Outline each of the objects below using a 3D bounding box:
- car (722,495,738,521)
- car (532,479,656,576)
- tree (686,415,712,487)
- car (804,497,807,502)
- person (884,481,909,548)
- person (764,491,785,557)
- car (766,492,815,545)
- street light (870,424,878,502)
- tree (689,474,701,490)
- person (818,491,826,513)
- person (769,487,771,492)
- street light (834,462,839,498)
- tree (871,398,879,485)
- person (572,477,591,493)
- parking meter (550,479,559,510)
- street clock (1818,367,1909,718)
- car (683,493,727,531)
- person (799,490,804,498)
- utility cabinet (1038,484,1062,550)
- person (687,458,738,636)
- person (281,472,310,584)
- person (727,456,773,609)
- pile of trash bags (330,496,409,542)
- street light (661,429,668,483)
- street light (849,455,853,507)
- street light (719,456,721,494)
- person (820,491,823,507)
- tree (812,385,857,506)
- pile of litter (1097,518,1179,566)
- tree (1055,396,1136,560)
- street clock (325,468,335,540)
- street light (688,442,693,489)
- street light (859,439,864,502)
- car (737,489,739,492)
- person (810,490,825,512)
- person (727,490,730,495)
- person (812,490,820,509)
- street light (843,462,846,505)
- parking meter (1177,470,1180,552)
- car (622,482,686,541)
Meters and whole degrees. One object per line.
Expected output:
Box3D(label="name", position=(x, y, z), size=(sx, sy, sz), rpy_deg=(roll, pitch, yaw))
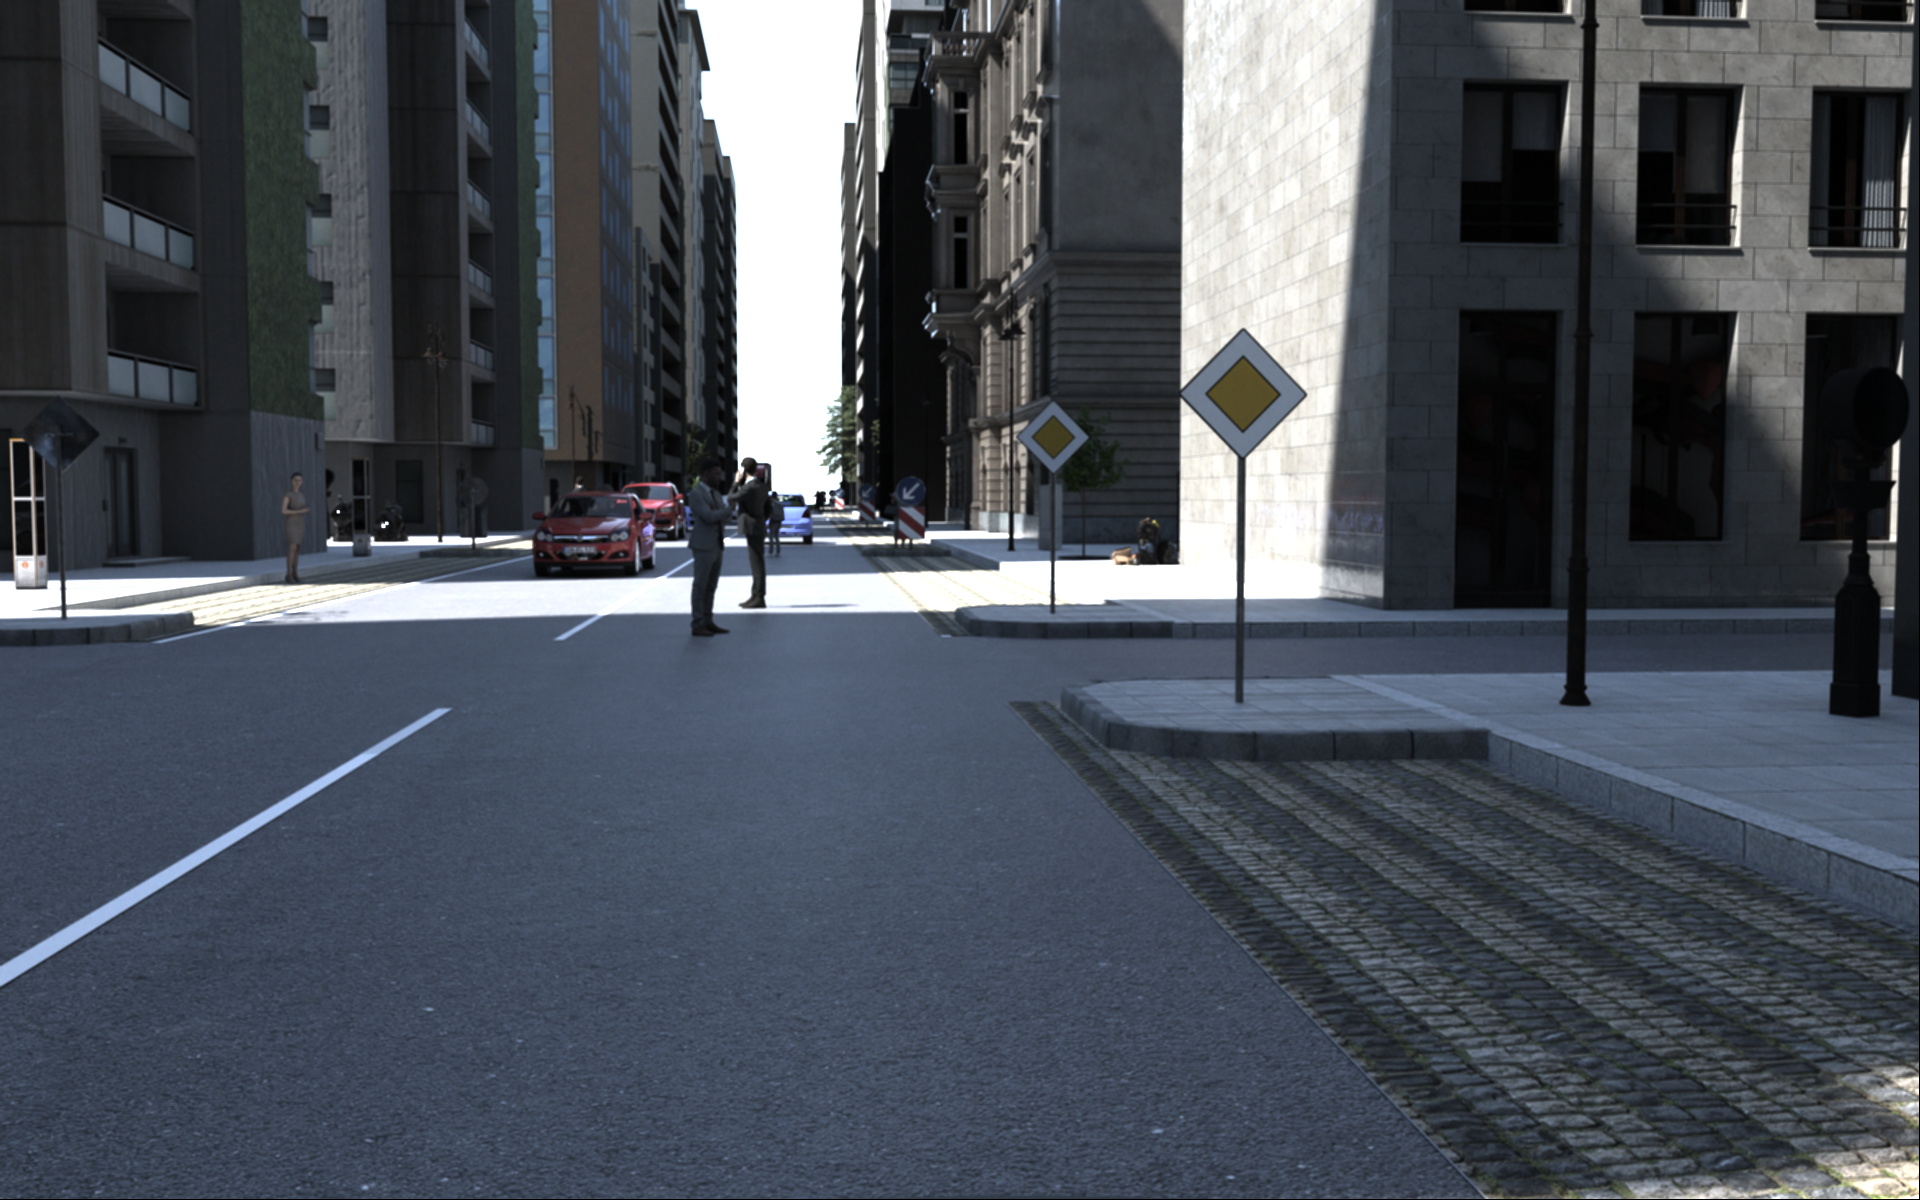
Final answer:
Box3D(label="car", position=(-11.338, -4.418, 84.591), size=(2.083, 1.381, 4.827), rpy_deg=(0, 4, -5))
Box3D(label="car", position=(-6.633, -1.382, 31.643), size=(2.155, 1.783, 4.494), rpy_deg=(0, 4, -4))
Box3D(label="tree", position=(-25.411, -12.978, 162.548), size=(4.737, 8.622, 4.395), rpy_deg=(0, 3, 0))
Box3D(label="car", position=(-18.922, -11.778, 202.360), size=(2.009, 1.686, 4.222), rpy_deg=(0, 4, -4))
Box3D(label="person", position=(-1.566, -2.137, 43.801), size=(0.716, 1.782, 0.532), rpy_deg=(0, 4, -1))
Box3D(label="person", position=(-4.237, -1.737, 39.501), size=(0.523, 1.515, 0.503), rpy_deg=(0, 4, 0))
Box3D(label="car", position=(-5.156, -2.488, 50.276), size=(1.945, 1.707, 3.694), rpy_deg=(0, 4, -7))
Box3D(label="street light", position=(-5.732, -8.694, 114.927), size=(0.468, 5.910, 1.993), rpy_deg=(0, 4, -5))
Box3D(label="tree", position=(-25.498, -10.649, 168.714), size=(1.663, 3.219, 1.824), rpy_deg=(0, 3, 0))
Box3D(label="person", position=(-10.527, -7.494, 131.941), size=(0.541, 1.710, 0.530), rpy_deg=(3, 5, 44))
Box3D(label="person", position=(-10.657, -5.395, 96.665), size=(1.348, 1.831, 0.705), rpy_deg=(2, 4, 34))
Box3D(label="street light", position=(-18.250, -17.092, 252.235), size=(0.468, 5.910, 1.993), rpy_deg=(0, 4, -5))
Box3D(label="tree", position=(-3.504, -9.324, 102.815), size=(4.737, 8.622, 4.395), rpy_deg=(0, 3, 0))
Box3D(label="person", position=(-10.335, -2.418, 47.403), size=(0.474, 1.900, 0.648), rpy_deg=(3, 5, 43))
Box3D(label="parking meter", position=(-15.623, -3.732, 66.724), size=(0.255, 1.863, 0.399), rpy_deg=(0, 4, 2))
Box3D(label="street clock", position=(5.186, -0.331, 9.983), size=(0.471, 2.002, 0.358), rpy_deg=(-2, 4, -24))
Box3D(label="car", position=(-9.949, -3.492, 66.690), size=(1.945, 1.707, 3.694), rpy_deg=(0, 4, -6))
Box3D(label="person", position=(-14.477, -9.036, 156.255), size=(1.348, 1.821, 0.705), rpy_deg=(3, 5, 43))
Box3D(label="utility cabinet", position=(2.072, -1.904, 39.812), size=(0.318, 1.500, 1.173), rpy_deg=(1, 4, 16))
Box3D(label="person", position=(-2.503, -0.546, 17.605), size=(0.466, 1.800, 0.511), rpy_deg=(0, 4, 7))
Box3D(label="person", position=(-10.636, -1.157, 27.757), size=(0.374, 1.781, 0.599), rpy_deg=(1, 4, 12))
Box3D(label="person", position=(-2.648, -0.850, 21.766), size=(0.474, 1.900, 0.648), rpy_deg=(1, 4, 10))
Box3D(label="pile of trash bags", position=(-16.614, -2.266, 46.801), size=(3.447, 1.369, 1.912), rpy_deg=(0, 4, 1))
Box3D(label="street light", position=(-20.627, -9.058, 120.878), size=(0.468, 5.910, 1.993), rpy_deg=(0, 4, -5))
Box3D(label="street light", position=(-10.638, -12.015, 169.238), size=(0.468, 5.910, 1.993), rpy_deg=(0, 4, -5))
Box3D(label="street light", position=(-28.274, -14.148, 204.105), size=(0.468, 5.910, 1.993), rpy_deg=(0, 4, -5))
Box3D(label="person", position=(-15.642, -11.415, 195.162), size=(0.705, 1.821, 1.348), rpy_deg=(-1, 4, -9))
Box3D(label="tree", position=(-11.555, -16.067, 180.828), size=(7.486, 12.596, 7.792), rpy_deg=(0, 3, 0))
Box3D(label="pile of litter", position=(3.260, -1.069, 31.441), size=(1.719, 0.858, 1.176), rpy_deg=(-1, 4, -9))
Box3D(label="tree", position=(2.355, -2.410, 34.008), size=(1.663, 3.219, 1.824), rpy_deg=(0, 3, 0))
Box3D(label="street clock", position=(-17.875, -2.706, 48.806), size=(0.471, 2.002, 0.358), rpy_deg=(0, 4, -7))
Box3D(label="street light", position=(-23.095, -10.766, 148.806), size=(0.468, 5.910, 1.993), rpy_deg=(0, 4, -5))
Box3D(label="street light", position=(-8.129, -10.359, 142.151), size=(0.468, 5.910, 1.993), rpy_deg=(0, 4, -5))
Box3D(label="car", position=(-17.513, -8.116, 141.376), size=(2.281, 1.827, 5.304), rpy_deg=(0, 4, -5))
Box3D(label="person", position=(-11.198, -7.768, 136.230), size=(1.217, 1.743, 0.721), rpy_deg=(1, 4, 14))
Box3D(label="person", position=(-21.095, -9.216, 159.166), size=(1.348, 1.826, 0.705), rpy_deg=(-1, 4, -11))
Box3D(label="person", position=(-13.342, -9.436, 162.872), size=(1.348, 1.812, 0.705), rpy_deg=(-2, 4, -35))
Box3D(label="street light", position=(-13.206, -13.748, 197.569), size=(0.468, 5.910, 1.993), rpy_deg=(0, 4, -5))
Box3D(label="parking meter", position=(4.950, -1.982, 38.112), size=(0.255, 1.863, 0.399), rpy_deg=(2, 4, 26))
Box3D(label="car", position=(-9.782, -2.801, 54.477), size=(2.281, 1.827, 5.304), rpy_deg=(0, 4, -5))
